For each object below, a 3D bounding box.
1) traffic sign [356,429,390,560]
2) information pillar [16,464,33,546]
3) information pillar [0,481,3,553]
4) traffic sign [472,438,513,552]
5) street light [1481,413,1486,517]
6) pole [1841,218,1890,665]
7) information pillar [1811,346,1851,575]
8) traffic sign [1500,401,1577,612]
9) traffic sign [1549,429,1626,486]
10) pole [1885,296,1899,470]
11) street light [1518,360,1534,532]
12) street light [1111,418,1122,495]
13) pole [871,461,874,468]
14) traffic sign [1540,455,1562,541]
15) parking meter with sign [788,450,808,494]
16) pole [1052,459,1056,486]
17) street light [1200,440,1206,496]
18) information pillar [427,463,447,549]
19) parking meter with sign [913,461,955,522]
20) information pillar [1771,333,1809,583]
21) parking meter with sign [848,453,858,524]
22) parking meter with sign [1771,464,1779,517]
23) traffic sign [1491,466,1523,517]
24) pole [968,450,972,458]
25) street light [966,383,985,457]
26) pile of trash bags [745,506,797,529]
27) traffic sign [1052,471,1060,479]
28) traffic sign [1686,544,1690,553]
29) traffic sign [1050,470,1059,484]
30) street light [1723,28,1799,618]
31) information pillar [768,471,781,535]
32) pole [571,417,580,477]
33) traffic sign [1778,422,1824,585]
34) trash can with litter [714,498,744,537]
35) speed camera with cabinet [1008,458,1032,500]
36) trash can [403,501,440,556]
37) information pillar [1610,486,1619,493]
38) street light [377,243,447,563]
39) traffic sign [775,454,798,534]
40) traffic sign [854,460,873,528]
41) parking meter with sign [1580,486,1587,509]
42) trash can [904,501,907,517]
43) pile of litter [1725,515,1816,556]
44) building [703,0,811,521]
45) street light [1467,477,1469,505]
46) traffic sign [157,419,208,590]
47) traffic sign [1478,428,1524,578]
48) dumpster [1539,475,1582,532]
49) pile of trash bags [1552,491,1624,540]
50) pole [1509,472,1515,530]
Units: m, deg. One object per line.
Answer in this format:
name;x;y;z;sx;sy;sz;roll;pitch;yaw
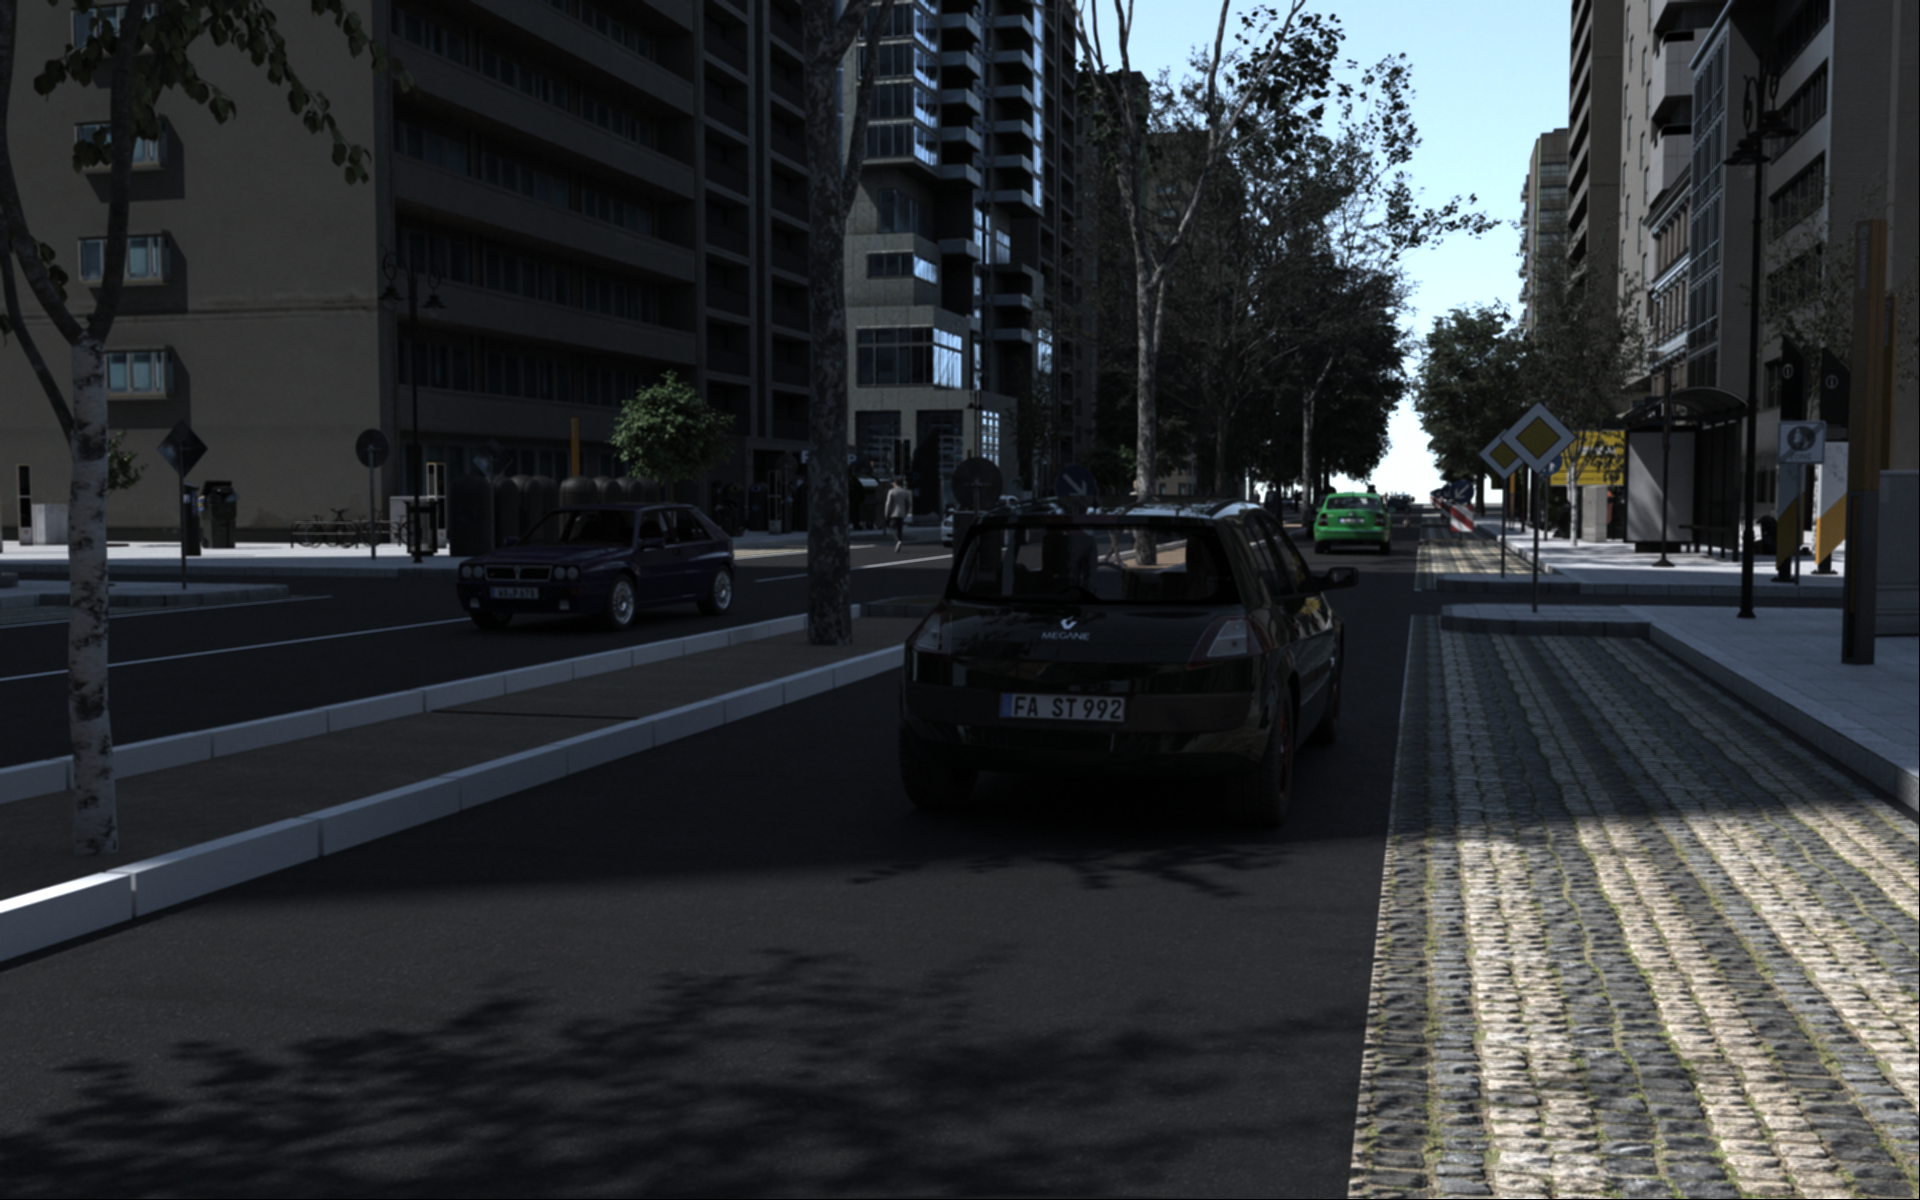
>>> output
traffic sign;-11.463;-2.059;33.777;0.768;2.556;0.104;1;4;17
information pillar;-23.304;-2.365;43.164;0.304;2.012;0.304;-2;4;-31
information pillar;-20.975;-2.021;37.538;0.304;2.012;0.304;-3;5;-39
traffic sign;-8.346;-1.668;30.920;0.795;2.450;0.064;1;4;15
street light;29.672;-7.666;98.132;0.468;5.910;1.993;1;4;15
pole;6.783;-1.171;12.984;0.158;3.312;0.155;0;3;0
information pillar;13.888;-2.215;27.573;0.504;3.616;0.183;-1;4;-11
traffic sign;6.235;-0.923;18.734;0.795;2.450;0.064;1;4;15
traffic sign;19.865;-3.732;54.897;2.265;3.308;0.079;1;4;22
pole;9.583;-1.475;17.965;0.158;3.312;0.155;0;3;0
street light;18.944;-5.218;58.100;0.468;5.910;1.993;1;4;15
street light;9.527;-8.122;105.578;0.468;5.910;1.993;1;4;15
pole;-5.424;-6.927;107.093;0.158;3.312;0.155;0;3;0
traffic sign;16.010;-2.885;47.272;0.768;2.556;0.104;1;4;16
parking meter with sign;-6.535;-4.468;69.316;0.543;3.016;1.738;-2;4;-32
pole;5.395;-6.466;99.555;0.158;3.312;0.155;0;3;0
street light;20.413;-10.568;145.568;0.468;5.910;1.993;1;4;15
information pillar;-12.350;-2.226;40.892;0.304;2.012;0.304;2;4;32
parking meter with sign;-1.059;-4.669;72.595;1.738;3.016;0.543;1;4;14
information pillar;12.037;-2.062;25.064;0.183;3.616;0.504;-1;4;-12
parking meter with sign;-4.609;-4.813;74.951;0.543;3.016;1.738;0;4;2
parking meter with sign;21.101;-2.924;44.061;0.543;3.016;1.738;0;4;7
traffic sign;30.297;-6.182;94.942;2.265;3.308;0.079;1;4;18
pole;0.438;-5.237;79.475;0.158;3.312;0.155;0;3;0
street light;0.654;-6.077;72.139;0.468;5.910;1.993;1;4;15
pile of trash bags;-6.849;-3.333;64.246;1.912;1.369;3.447;3;4;38
traffic sign;5.509;-5.916;96.829;0.768;2.556;0.104;1;4;17
traffic sign;15.970;-2.311;37.898;0.768;2.556;0.104;1;4;21
traffic sign;5.298;-5.771;94.352;0.884;2.594;0.081;1;4;18
street light;8.166;-2.753;17.806;0.468;5.910;1.993;1;4;15
information pillar;-5.836;-3.064;54.594;0.304;2.012;0.304;2;4;24
pole;-10.225;-3.194;46.066;0.158;3.312;0.155;0;3;0
traffic sign;11.796;-1.359;24.345;0.606;2.300;0.079;1;4;20
trash can with litter;-6.868;-2.467;51.724;0.624;1.170;1.055;1;4;14
speed camera with cabinet;3.541;-6.250;96.527;0.660;3.252;2.038;3;5;42
trash can;-11.146;-1.482;35.879;0.748;1.137;0.748;0;3;0
information pillar;31.658;-4.854;83.849;0.304;2.012;0.304;-1;4;-13
street light;-10.120;-3.631;32.159;0.468;5.910;1.993;1;4;15
traffic sign;-5.591;-3.398;55.658;0.768;2.556;0.104;1;4;17
traffic sign;-3.665;-4.006;65.605;0.768;2.556;0.104;1;4;19
parking meter with sign;28.081;-5.029;78.483;1.738;3.016;0.543;-2;4;-26
trash can;-3.211;-5.113;95.244;0.748;1.137;0.748;0;3;0
pile of litter;17.146;-1.384;36.598;1.176;0.858;1.719;-3;5;-40
building;-16.207;-39.474;83.659;20.563;71.187;20.611;1;4;15
street light;38.670;-9.716;131.639;0.468;5.910;1.993;1;4;15
traffic sign;-10.417;-1.197;23.207;0.795;2.450;0.064;1;4;15
traffic sign;8.305;-1.395;26.447;0.795;2.450;0.064;1;4;15
dumpster;20.659;-3.496;59.646;1.502;2.255;1.985;1;4;15
pile of trash bags;18.116;-2.424;49.381;1.912;1.369;3.447;1;4;9
pole;19.670;-4.148;61.668;0.158;3.312;0.155;0;3;0
